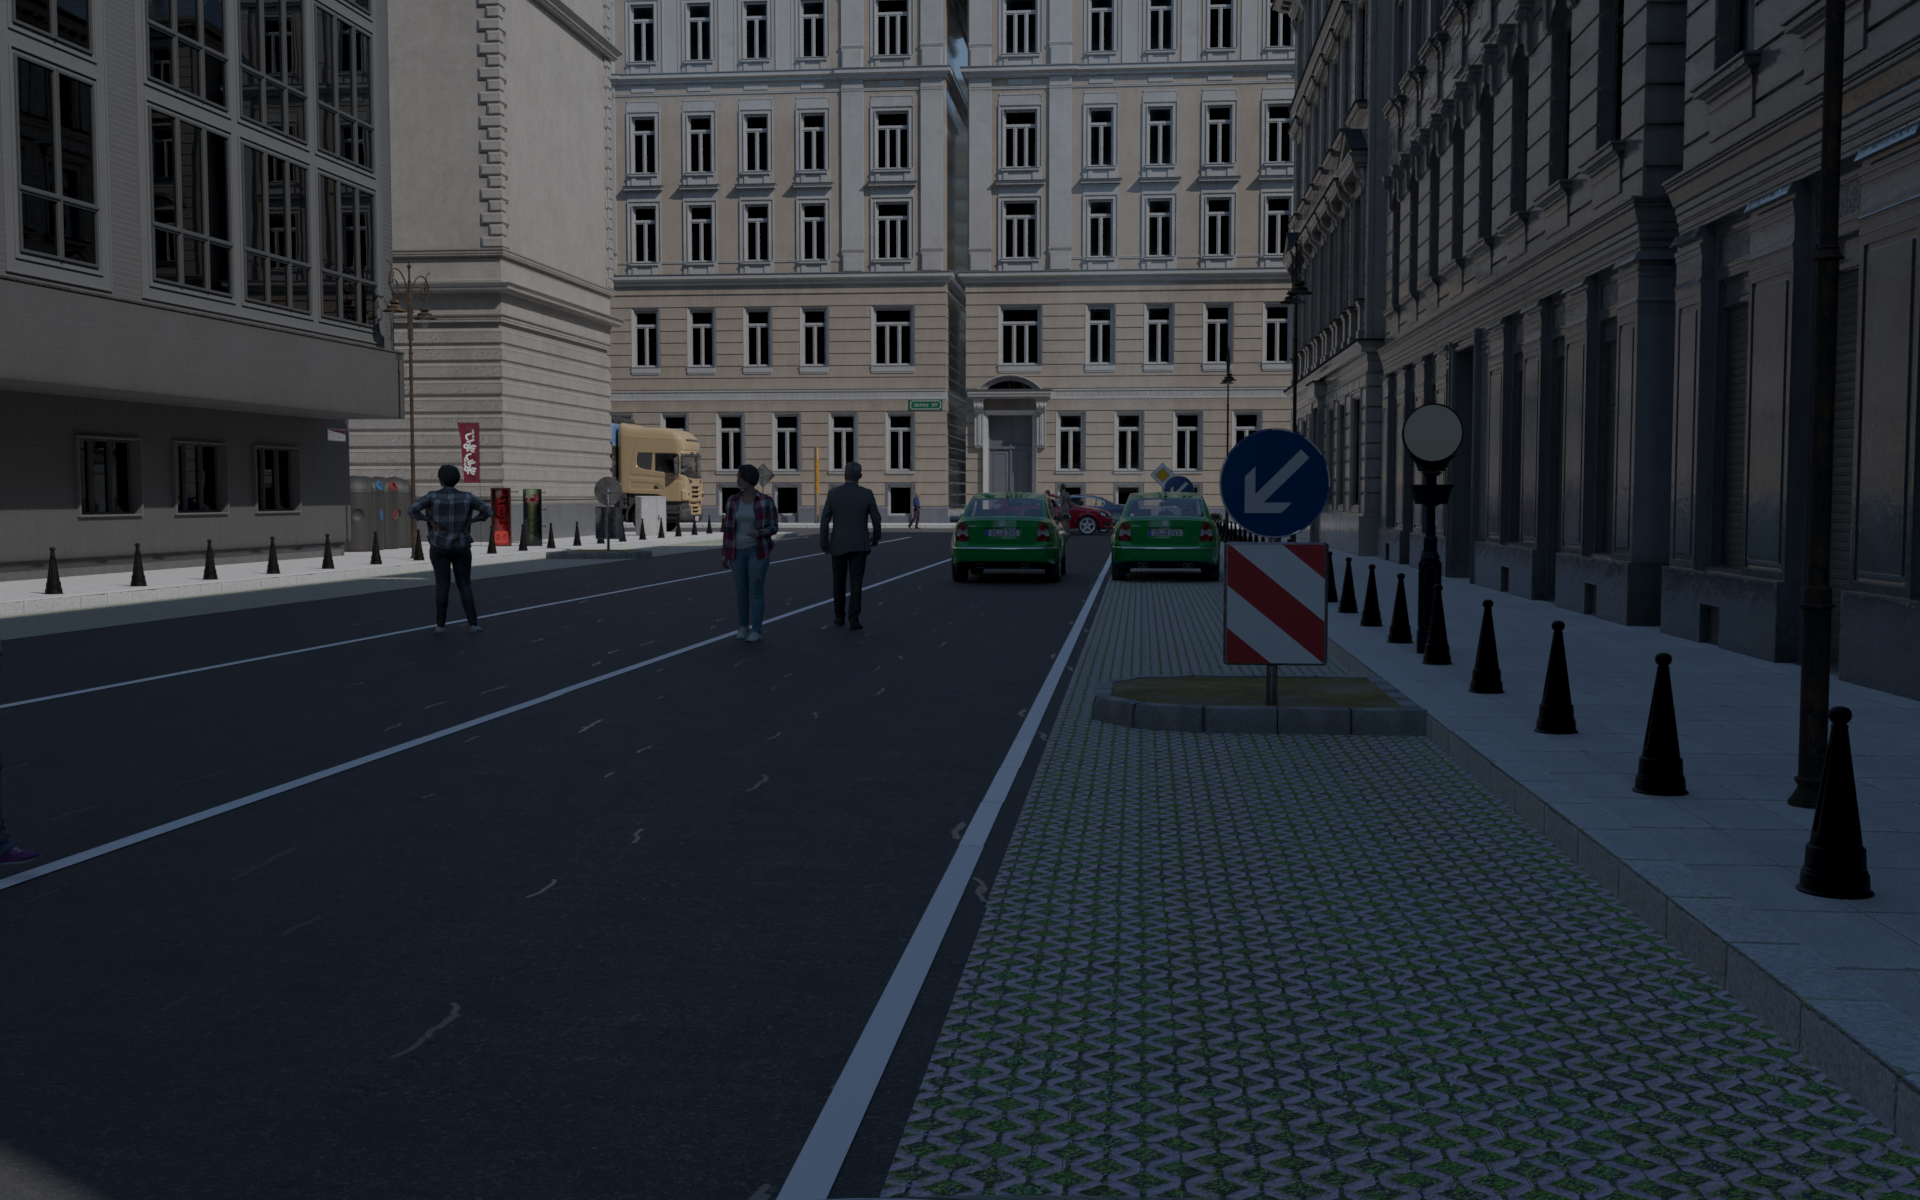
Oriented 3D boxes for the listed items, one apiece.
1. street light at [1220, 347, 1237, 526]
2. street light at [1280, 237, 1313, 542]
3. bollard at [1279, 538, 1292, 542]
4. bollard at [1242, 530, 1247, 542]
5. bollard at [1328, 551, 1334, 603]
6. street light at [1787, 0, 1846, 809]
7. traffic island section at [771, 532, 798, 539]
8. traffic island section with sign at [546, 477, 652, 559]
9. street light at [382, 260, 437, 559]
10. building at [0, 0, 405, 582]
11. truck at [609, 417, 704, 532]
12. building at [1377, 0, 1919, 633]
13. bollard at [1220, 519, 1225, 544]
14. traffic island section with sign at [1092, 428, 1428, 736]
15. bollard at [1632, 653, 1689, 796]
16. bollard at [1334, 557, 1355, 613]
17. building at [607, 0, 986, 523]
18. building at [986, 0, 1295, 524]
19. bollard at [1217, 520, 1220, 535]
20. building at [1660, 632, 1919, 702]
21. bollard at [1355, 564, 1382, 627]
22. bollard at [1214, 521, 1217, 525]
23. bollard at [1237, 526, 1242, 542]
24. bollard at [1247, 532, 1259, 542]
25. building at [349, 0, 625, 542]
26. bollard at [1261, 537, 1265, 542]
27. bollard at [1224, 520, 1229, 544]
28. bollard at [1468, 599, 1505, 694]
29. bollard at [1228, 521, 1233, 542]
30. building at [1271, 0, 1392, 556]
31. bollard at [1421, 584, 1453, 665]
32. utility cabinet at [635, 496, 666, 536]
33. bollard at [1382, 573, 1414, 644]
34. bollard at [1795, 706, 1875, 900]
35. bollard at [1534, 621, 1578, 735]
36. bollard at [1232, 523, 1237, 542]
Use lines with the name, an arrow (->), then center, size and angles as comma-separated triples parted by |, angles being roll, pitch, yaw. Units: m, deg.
street light -> 8.446, -5.008, 54.666 | 0.468, 5.910, 1.993 | 0, 4, 6
street light -> 6.063, -3.583, 31.365 | 0.468, 5.910, 1.993 | 0, 4, 6
bollard -> 4.979, -0.621, 26.201 | 0.229, 0.601, 0.229 | 0, 3, 0
bollard -> 5.961, -1.195, 35.575 | 0.229, 0.601, 0.229 | 0, 3, 0
bollard -> 4.390, -0.277, 20.577 | 0.229, 0.601, 0.229 | 0, 3, 0
street light -> 3.508, -2.090, 6.957 | 0.468, 5.910, 1.993 | 0, 4, 6
traffic island section -> -6.475, -2.112, 56.805 | 2.009, 0.180, 2.903 | 0, 4, 6
traffic island section with sign -> -8.015, -1.849, 38.856 | 1.989, 1.847, 2.006 | 0, 4, 6
street light -> -10.865, -3.764, 34.324 | 0.468, 5.910, 1.993 | 0, 4, 6
building -> -19.380, -14.101, 24.061 | 14.314, 27.812, 24.014 | 0, 4, 6
truck -> -14.593, -4.603, 64.178 | 11.283, 4.237, 2.839 | 0, 4, 7
building -> 12.057, -10.728, 24.550 | 9.793, 20.994, 18.267 | 0, 4, 6
bollard -> 6.942, -1.768, 44.943 | 0.229, 0.601, 0.229 | 0, 3, 0
traffic island section with sign -> 1.870, -0.158, 11.218 | 1.989, 1.847, 2.006 | 0, 4, 6
bollard -> 3.015, 0.526, 7.440 | 0.229, 0.601, 0.229 | 0, 3, 0
bollard -> 4.195, -0.163, 18.705 | 0.229, 0.601, 0.229 | 0, 3, 0
building -> -9.554, -18.123, 82.209 | 20.117, 28.700, 13.634 | 0, 4, 6
building -> 10.487, -18.014, 80.432 | 20.117, 28.700, 13.634 | 0, 4, 6
bollard -> 7.136, -1.882, 46.818 | 0.229, 0.601, 0.229 | 0, 3, 0
building -> 10.221, -9.597, 6.067 | 9.793, 20.994, 18.267 | 0, 4, 6
bollard -> 3.999, -0.048, 16.825 | 0.229, 0.601, 0.229 | 0, 3, 0
bollard -> 7.332, -1.998, 48.701 | 0.229, 0.601, 0.229 | 0, 3, 0
bollard -> 6.158, -1.309, 37.451 | 0.229, 0.601, 0.229 | 0, 3, 0
bollard -> 5.764, -1.080, 33.705 | 0.229, 0.601, 0.229 | 0, 3, 0
building -> -20.797, -13.596, 51.172 | 19.941, 23.489, 11.050 | 0, 4, 6
bollard -> 5.370, -0.852, 29.964 | 0.229, 0.601, 0.229 | 0, 3, 0
bollard -> 6.747, -1.653, 43.072 | 0.229, 0.601, 0.229 | 0, 3, 0
bollard -> 3.409, 0.296, 11.199 | 0.229, 0.601, 0.229 | 0, 3, 0
bollard -> 6.548, -1.539, 41.202 | 0.229, 0.601, 0.229 | 0, 3, 0
building -> 13.844, -10.950, 43.668 | 10.561, 19.102, 19.286 | 0, 4, 6
bollard -> 3.605, 0.182, 13.070 | 0.229, 0.601, 0.229 | 0, 3, 0
utility cabinet -> -9.541, -2.589, 53.494 | 0.306, 1.237, 1.020 | 3, 4, 38
bollard -> 3.801, 0.067, 14.940 | 0.229, 0.601, 0.229 | 0, 3, 0
bollard -> 2.821, 0.641, 5.569 | 0.229, 0.601, 0.229 | 0, 3, 0
bollard -> 3.215, 0.411, 9.324 | 0.229, 0.601, 0.229 | 0, 3, 0
bollard -> 6.357, -1.424, 39.321 | 0.229, 0.601, 0.229 | 0, 3, 0
